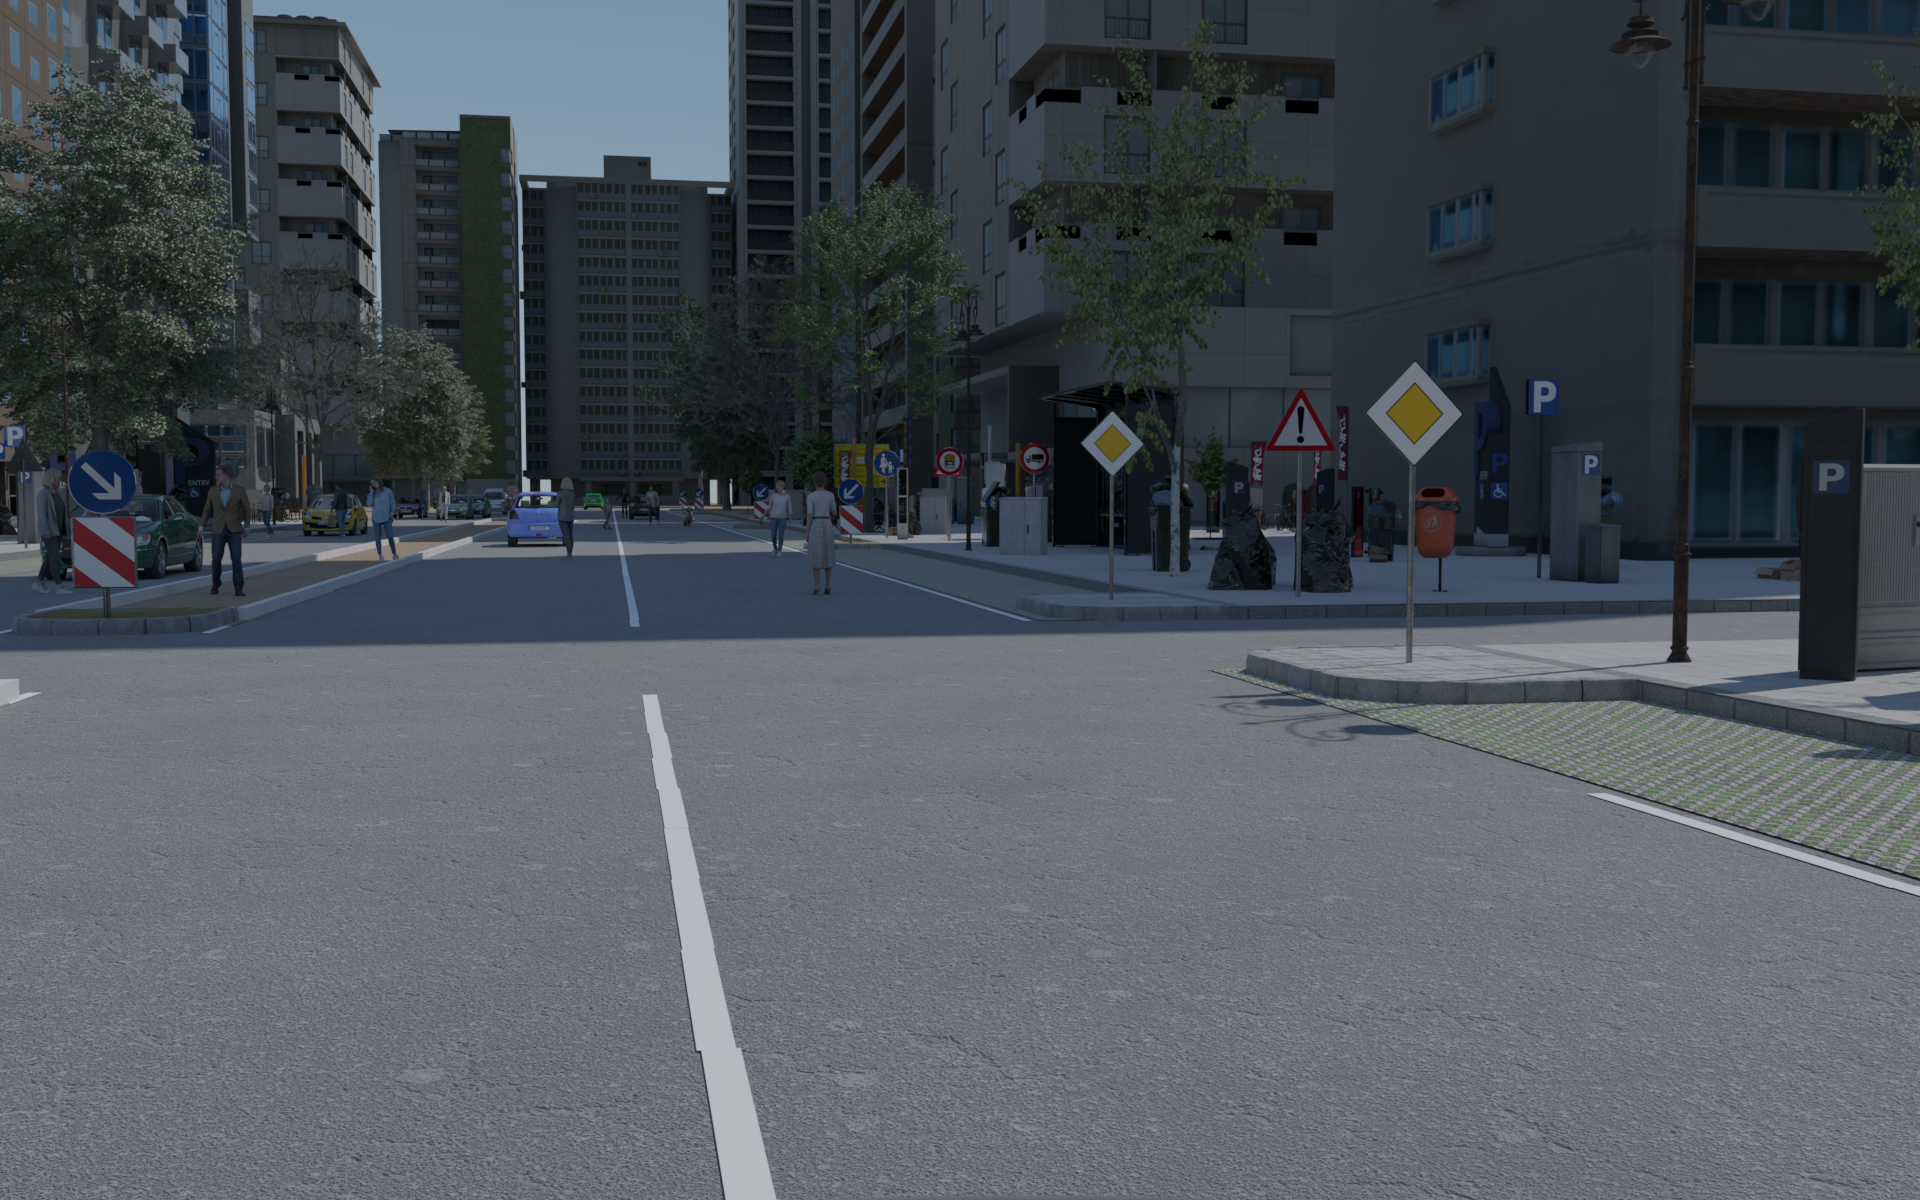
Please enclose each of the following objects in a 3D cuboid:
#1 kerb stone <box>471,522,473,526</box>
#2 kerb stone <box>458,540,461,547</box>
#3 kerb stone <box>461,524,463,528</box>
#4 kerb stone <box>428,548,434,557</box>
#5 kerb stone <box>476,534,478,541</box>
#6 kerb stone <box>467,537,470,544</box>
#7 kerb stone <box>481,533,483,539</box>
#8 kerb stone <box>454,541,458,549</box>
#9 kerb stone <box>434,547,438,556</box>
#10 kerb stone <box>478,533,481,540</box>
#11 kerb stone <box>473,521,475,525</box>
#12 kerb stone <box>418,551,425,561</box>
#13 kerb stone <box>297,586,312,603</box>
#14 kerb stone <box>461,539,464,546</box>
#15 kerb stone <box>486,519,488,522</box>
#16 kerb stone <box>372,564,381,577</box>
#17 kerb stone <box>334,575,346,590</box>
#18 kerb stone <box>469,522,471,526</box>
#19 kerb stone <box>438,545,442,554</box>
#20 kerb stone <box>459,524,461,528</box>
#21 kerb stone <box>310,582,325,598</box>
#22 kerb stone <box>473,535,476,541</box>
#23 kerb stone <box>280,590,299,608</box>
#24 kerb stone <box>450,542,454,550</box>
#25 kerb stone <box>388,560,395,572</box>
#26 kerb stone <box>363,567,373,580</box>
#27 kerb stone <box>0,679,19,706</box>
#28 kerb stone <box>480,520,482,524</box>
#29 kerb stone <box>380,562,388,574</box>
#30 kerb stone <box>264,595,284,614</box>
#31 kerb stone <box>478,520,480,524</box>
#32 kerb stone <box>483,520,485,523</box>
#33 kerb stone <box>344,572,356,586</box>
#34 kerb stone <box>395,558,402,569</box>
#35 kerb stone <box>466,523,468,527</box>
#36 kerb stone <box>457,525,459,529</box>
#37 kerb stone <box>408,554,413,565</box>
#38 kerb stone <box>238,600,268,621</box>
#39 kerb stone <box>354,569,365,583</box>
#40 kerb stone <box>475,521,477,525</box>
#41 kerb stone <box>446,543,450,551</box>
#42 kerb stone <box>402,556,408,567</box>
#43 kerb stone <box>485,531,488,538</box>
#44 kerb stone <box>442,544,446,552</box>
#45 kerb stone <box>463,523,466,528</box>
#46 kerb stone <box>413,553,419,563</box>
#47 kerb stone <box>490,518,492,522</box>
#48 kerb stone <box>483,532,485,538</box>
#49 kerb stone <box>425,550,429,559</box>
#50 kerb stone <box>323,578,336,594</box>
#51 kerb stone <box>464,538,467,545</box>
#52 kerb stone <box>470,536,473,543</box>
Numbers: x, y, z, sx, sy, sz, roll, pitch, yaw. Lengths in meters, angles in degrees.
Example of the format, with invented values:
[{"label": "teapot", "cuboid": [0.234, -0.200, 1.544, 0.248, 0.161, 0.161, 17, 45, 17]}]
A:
[{"label": "kerb stone", "cuboid": [-21.846, -3.345, 76.934, 0.120, 0.150, 1.000, -1, 4, -11]}, {"label": "kerb stone", "cuboid": [-13.495, -1.468, 46.208, 0.120, 0.150, 1.000, -1, 4, -11]}, {"label": "kerb stone", "cuboid": [-20.827, -3.040, 71.906, 0.120, 0.150, 1.000, -1, 4, -11]}, {"label": "kerb stone", "cuboid": [-12.060, -1.038, 39.166, 0.120, 0.150, 1.000, -1, 4, -11]}, {"label": "kerb stone", "cuboid": [-14.719, -1.837, 52.249, 0.120, 0.150, 1.000, -1, 4, -11]}, {"label": "kerb stone", "cuboid": [-14.099, -1.653, 49.233, 0.120, 0.150, 1.000, -1, 4, -11]}, {"label": "kerb stone", "cuboid": [-15.114, -1.961, 54.260, 0.120, 0.150, 1.000, -1, 4, -11]}, {"label": "kerb stone", "cuboid": [-13.287, -1.402, 45.208, 0.120, 0.150, 1.000, -1, 4, -11]}, {"label": "kerb stone", "cuboid": [-12.268, -1.099, 40.167, 0.120, 0.150, 1.000, -1, 4, -11]}, {"label": "kerb stone", "cuboid": [-14.912, -1.900, 53.257, 0.120, 0.150, 1.000, -1, 4, -11]}, {"label": "kerb stone", "cuboid": [-22.055, -3.401, 77.940, 0.120, 0.150, 1.000, -1, 4, -11]}, {"label": "kerb stone", "cuboid": [-11.659, -0.915, 37.161, 0.120, 0.150, 1.000, -1, 4, -11]}, {"label": "kerb stone", "cuboid": [-8.810, -0.050, 23.070, 0.120, 0.150, 1.000, -1, 4, -11]}, {"label": "kerb stone", "cuboid": [-13.688, -1.530, 47.215, 0.120, 0.150, 1.000, -1, 4, -11]}, {"label": "kerb stone", "cuboid": [-23.675, -3.901, 85.980, 0.120, 0.150, 1.000, -1, 4, -11]}, {"label": "kerb stone", "cuboid": [-10.234, -0.484, 30.114, 0.120, 0.150, 1.000, -1, 4, -11]}, {"label": "kerb stone", "cuboid": [-9.429, -0.237, 26.075, 0.120, 0.150, 1.000, -1, 4, -11]}, {"label": "kerb stone", "cuboid": [-21.636, -3.286, 75.933, 0.120, 0.150, 1.000, -1, 4, -11]}, {"label": "kerb stone", "cuboid": [-12.476, -1.159, 41.168, 0.120, 0.150, 1.000, -1, 4, -11]}, {"label": "kerb stone", "cuboid": [-20.621, -2.979, 70.904, 0.120, 0.150, 1.000, -1, 4, -11]}, {"label": "kerb stone", "cuboid": [-9.012, -0.115, 24.072, 0.120, 0.150, 1.000, -1, 4, -11]}, {"label": "kerb stone", "cuboid": [-14.510, -1.776, 51.243, 0.120, 0.150, 1.000, -1, 4, -11]}, {"label": "kerb stone", "cuboid": [-8.610, 0.008, 22.064, 0.120, 0.150, 1.000, -1, 4, -11]}, {"label": "kerb stone", "cuboid": [-13.086, -1.345, 44.190, 0.120, 0.150, 1.000, -1, 4, -11]}, {"label": "kerb stone", "cuboid": [-10.645, -0.607, 32.126, 0.120, 0.150, 1.000, -1, 4, -11]}, {"label": "kerb stone", "cuboid": [-10.031, -0.422, 29.103, 0.120, 0.150, 1.000, -1, 4, -11]}, {"label": "kerb stone", "cuboid": [-6.490, 0.653, 11.519, 0.120, 0.150, 1.000, -1, 4, -11]}, {"label": "kerb stone", "cuboid": [-22.858, -3.651, 81.957, 0.120, 0.150, 1.000, -1, 4, -11]}, {"label": "kerb stone", "cuboid": [-10.443, -0.546, 31.118, 0.120, 0.150, 1.000, -1, 4, -11]}, {"label": "kerb stone", "cuboid": [-8.410, 0.071, 21.055, 0.120, 0.150, 1.000, -1, 4, -11]}, {"label": "kerb stone", "cuboid": [-22.652, -3.594, 80.955, 0.120, 0.150, 1.000, -1, 4, -11]}, {"label": "kerb stone", "cuboid": [-23.264, -3.777, 83.970, 0.120, 0.150, 1.000, -1, 4, -11]}, {"label": "kerb stone", "cuboid": [-9.628, -0.299, 27.086, 0.120, 0.150, 1.000, -1, 4, -11]}, {"label": "kerb stone", "cuboid": [-10.848, -0.669, 33.132, 0.120, 0.150, 1.000, -1, 4, -11]}, {"label": "kerb stone", "cuboid": [-21.232, -3.159, 73.926, 0.120, 0.150, 1.000, -1, 4, -11]}, {"label": "kerb stone", "cuboid": [-20.421, -2.916, 69.896, 0.120, 0.150, 1.000, -1, 4, -11]}, {"label": "kerb stone", "cuboid": [-11.265, -0.790, 35.154, 0.120, 0.150, 1.000, -1, 4, -11]}, {"label": "kerb stone", "cuboid": [-8.206, 0.131, 20.053, 0.120, 0.150, 1.000, -1, 4, -11]}, {"label": "kerb stone", "cuboid": [-9.823, -0.361, 28.090, 0.120, 0.150, 1.000, -1, 4, -11]}, {"label": "kerb stone", "cuboid": [-22.250, -3.471, 78.943, 0.120, 0.150, 1.000, -1, 4, -11]}, {"label": "kerb stone", "cuboid": [-12.883, -1.283, 43.172, 0.120, 0.150, 1.000, -1, 4, -11]}, {"label": "kerb stone", "cuboid": [-11.049, -0.726, 34.136, 0.120, 0.150, 1.000, -1, 4, -11]}, {"label": "kerb stone", "cuboid": [-15.526, -2.084, 56.269, 0.120, 0.150, 1.000, -1, 4, -11]}, {"label": "kerb stone", "cuboid": [-12.679, -1.222, 42.170, 0.120, 0.150, 1.000, -1, 4, -11]}, {"label": "kerb stone", "cuboid": [-21.028, -3.100, 72.911, 0.120, 0.150, 1.000, -1, 4, -11]}, {"label": "kerb stone", "cuboid": [-11.456, -0.854, 36.159, 0.120, 0.150, 1.000, -1, 4, -11]}, {"label": "kerb stone", "cuboid": [-24.284, -4.085, 88.993, 0.120, 0.150, 1.000, -1, 4, -11]}, {"label": "kerb stone", "cuboid": [-15.325, -2.019, 55.261, 0.120, 0.150, 1.000, -1, 4, -11]}, {"label": "kerb stone", "cuboid": [-11.867, -0.977, 38.162, 0.120, 0.150, 1.000, -1, 4, -11]}, {"label": "kerb stone", "cuboid": [-9.212, -0.176, 25.076, 0.120, 0.150, 1.000, -1, 4, -11]}, {"label": "kerb stone", "cuboid": [-13.894, -1.588, 48.217, 0.120, 0.150, 1.000, -1, 4, -11]}, {"label": "kerb stone", "cuboid": [-14.300, -1.715, 50.235, 0.120, 0.150, 1.000, -1, 4, -11]}]
